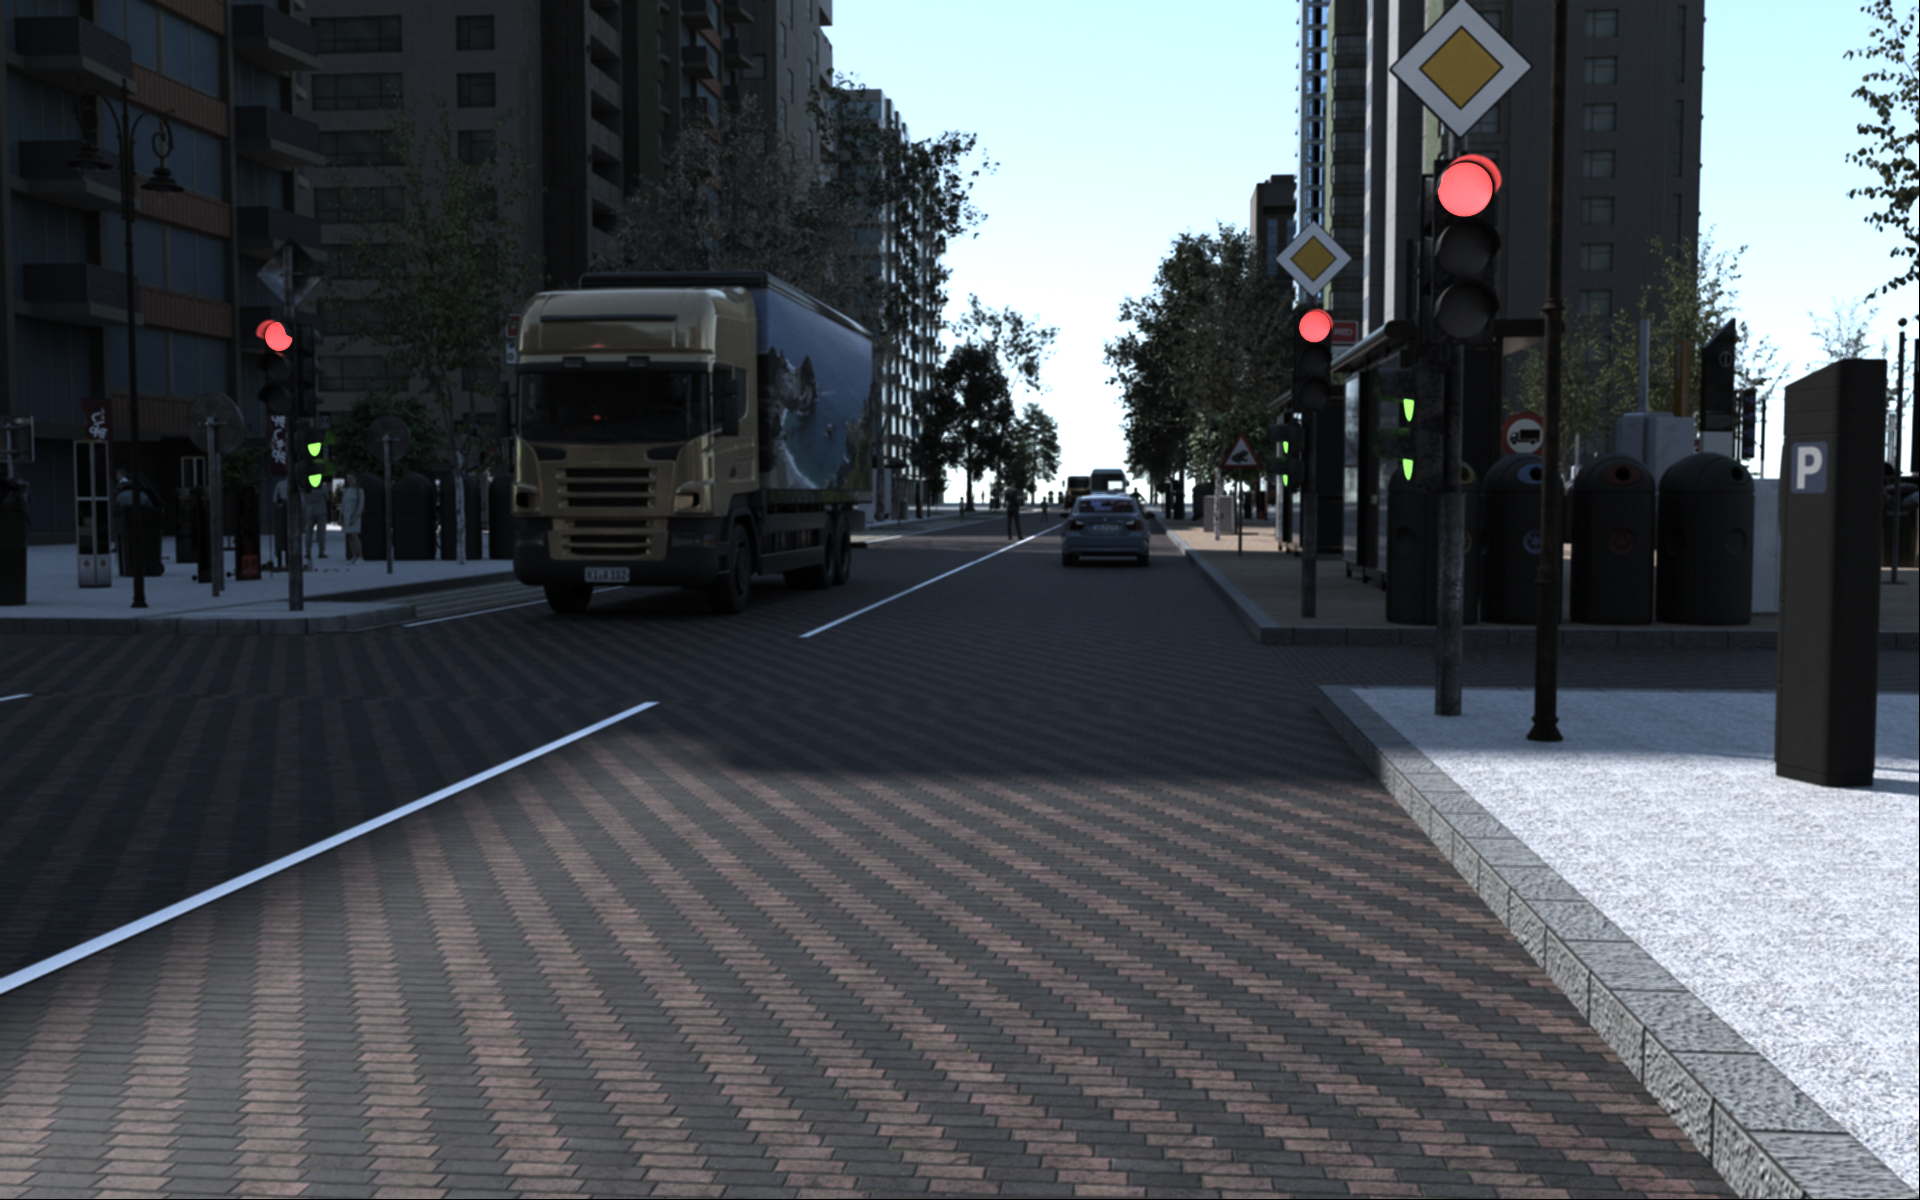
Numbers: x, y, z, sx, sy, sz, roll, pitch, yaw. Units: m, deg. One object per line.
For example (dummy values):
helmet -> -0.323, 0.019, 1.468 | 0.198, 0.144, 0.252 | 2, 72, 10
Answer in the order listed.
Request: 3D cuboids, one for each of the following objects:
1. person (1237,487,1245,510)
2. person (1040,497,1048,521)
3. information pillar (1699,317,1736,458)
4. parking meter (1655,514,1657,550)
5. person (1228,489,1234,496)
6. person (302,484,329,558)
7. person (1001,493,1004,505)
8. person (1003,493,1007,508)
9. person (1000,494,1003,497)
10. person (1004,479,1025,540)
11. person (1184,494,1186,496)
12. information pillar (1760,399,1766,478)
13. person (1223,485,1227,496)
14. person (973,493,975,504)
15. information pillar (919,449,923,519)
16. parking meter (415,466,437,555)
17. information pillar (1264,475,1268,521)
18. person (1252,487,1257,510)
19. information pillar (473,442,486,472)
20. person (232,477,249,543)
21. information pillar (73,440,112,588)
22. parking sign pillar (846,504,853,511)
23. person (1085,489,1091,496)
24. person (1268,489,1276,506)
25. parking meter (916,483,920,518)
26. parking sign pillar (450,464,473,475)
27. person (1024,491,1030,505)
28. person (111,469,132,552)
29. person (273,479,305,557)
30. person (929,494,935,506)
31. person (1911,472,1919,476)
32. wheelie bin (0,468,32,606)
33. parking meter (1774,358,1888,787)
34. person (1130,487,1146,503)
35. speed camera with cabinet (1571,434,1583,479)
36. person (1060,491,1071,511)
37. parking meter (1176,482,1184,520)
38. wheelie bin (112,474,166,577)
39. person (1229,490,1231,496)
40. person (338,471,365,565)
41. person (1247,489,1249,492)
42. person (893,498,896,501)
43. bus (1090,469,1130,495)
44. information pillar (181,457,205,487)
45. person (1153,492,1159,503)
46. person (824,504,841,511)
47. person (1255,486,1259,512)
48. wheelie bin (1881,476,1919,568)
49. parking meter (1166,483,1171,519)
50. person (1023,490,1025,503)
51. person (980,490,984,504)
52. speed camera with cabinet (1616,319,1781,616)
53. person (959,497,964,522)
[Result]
person -> 22.308, -8.022, 137.067 | 0.709, 1.838, 0.599 | 1, 4, 14
person -> 4.442, -4.802, 91.289 | 0.475, 1.303, 0.640 | 2, 4, 25
information pillar -> 10.050, -1.936, 23.008 | 0.504, 3.616, 0.183 | -1, 4, -17
parking meter -> 15.842, -1.922, 39.840 | 0.372, 1.533, 0.369 | 0, 3, 0
person -> 29.533, -11.127, 188.055 | 1.350, 1.814, 0.705 | -2, 4, -24
person -> -12.933, -1.747, 34.787 | 0.511, 1.800, 0.466 | -1, 4, -20
person -> 4.967, -11.983, 203.434 | 0.415, 1.643, 0.593 | 0, 4, -6
person -> 4.162, -9.138, 155.891 | 0.568, 1.767, 0.683 | -2, 4, -35
person -> 3.798, -10.653, 180.204 | 1.348, 1.826, 0.705 | 0, 4, 4
person -> 1.692, -2.857, 54.580 | 0.648, 1.900, 0.474 | 3, 4, 37
person -> 25.139, -11.623, 196.867 | 1.217, 1.735, 0.721 | 0, 4, 3
information pillar -> 19.842, -3.149, 42.844 | 0.183, 3.616, 0.504 | 2, 4, 25
person -> 13.877, -5.206, 91.439 | 0.850, 1.792, 0.678 | -3, 5, -39
person -> 1.661, -12.678, 216.553 | 0.599, 1.433, 0.991 | -1, 4, -10
information pillar -> -2.031, -6.022, 89.806 | 0.183, 3.616, 0.504 | 0, 4, -6
parking meter -> -11.270, -1.889, 36.594 | 0.399, 1.863, 0.255 | -2, 4, -34
information pillar -> 14.845, -5.653, 83.788 | 0.183, 3.616, 0.504 | 0, 4, 8
person -> 23.177, -7.952, 136.067 | 1.348, 1.824, 0.705 | 2, 4, 25
information pillar -> -17.681, -4.423, 63.671 | 0.504, 3.616, 0.183 | 0, 4, 3
person -> -18.757, -2.393, 45.435 | 0.573, 1.790, 0.520 | 1, 4, 20
information pillar -> -11.863, -1.175, 23.697 | 0.304, 2.012, 0.304 | 1, 4, 15
parking sign pillar -> -6.438, -6.400, 93.117 | 1.447, 3.967, 1.447 | 0, 4, 1
person -> 8.043, -6.016, 107.579 | 0.721, 1.743, 1.217 | -3, 4, -36
person -> 34.218, -11.218, 189.392 | 1.348, 1.831, 0.705 | -1, 4, -19
parking meter -> -2.165, -5.250, 91.554 | 0.255, 1.863, 0.399 | -1, 4, -11
parking sign pillar -> -21.190, -5.248, 74.278 | 1.447, 3.967, 1.447 | 1, 4, 21
person -> 7.954, -12.339, 208.570 | 1.217, 1.735, 0.721 | -2, 4, -24
person -> -18.290, -1.951, 38.043 | 0.850, 1.850, 0.679 | 0, 4, 2
person -> -13.742, -1.809, 35.472 | 0.661, 1.843, 0.795 | 0, 4, 1
person -> -2.980, -11.115, 187.402 | 0.705, 1.869, 1.348 | -2, 4, -30
person -> 17.365, -1.519, 31.361 | 0.782, 1.767, 0.515 | 2, 4, 30
wheelie bin -> -11.121, -0.743, 20.061 | 0.693, 1.594, 0.980 | -2, 4, -27
parking meter -> 3.870, -0.123, 7.721 | 0.255, 1.863, 0.399 | -1, 4, -13
person -> 9.596, -5.267, 94.752 | 1.348, 1.807, 0.705 | -1, 4, -16
speed camera with cabinet -> 20.412, -3.785, 56.221 | 0.660, 3.252, 2.038 | 0, 4, 4
person -> 9.054, -8.499, 148.196 | 1.217, 1.736, 0.721 | 3, 5, 39
parking meter -> 10.978, -4.931, 86.332 | 0.255, 1.863, 0.399 | -2, 4, -31
wheelie bin -> -12.812, -1.168, 26.998 | 0.693, 1.594, 0.980 | -3, 4, -39
person -> 31.938, -12.175, 205.104 | 0.705, 1.824, 1.348 | 0, 4, 8
person -> -11.096, -1.507, 31.682 | 0.512, 1.701, 0.522 | 1, 4, 17
person -> 32.257, -11.516, 194.203 | 0.709, 1.838, 0.599 | 1, 4, 19
person -> -6.993, -10.076, 176.503 | 1.065, 1.426, 0.557 | -2, 4, -34
bus -> 11.314, -8.339, 131.197 | 2.948, 3.499, 13.247 | 0, 4, 6
information pillar -> -15.054, -1.808, 34.046 | 0.304, 2.012, 0.304 | 1, 4, 11
person -> 28.197, -14.811, 248.754 | 0.990, 1.755, 0.434 | -1, 4, -17
person -> -2.572, -1.471, 32.754 | 0.606, 1.804, 0.583 | 1, 4, 20
person -> 20.951, -7.106, 122.170 | 0.705, 1.831, 1.348 | 1, 4, 14
wheelie bin -> 16.490, -1.368, 30.272 | 0.980, 1.594, 0.693 | 3, 5, 41
parking meter -> 10.835, -5.158, 90.040 | 0.255, 1.863, 0.399 | 1, 4, 12
person -> 9.006, -14.675, 246.054 | 1.350, 1.814, 0.705 | -1, 4, -20
person -> 2.884, -13.087, 220.022 | 0.705, 1.824, 1.348 | -1, 4, -16
speed camera with cabinet -> 8.128, -1.513, 19.074 | 0.660, 3.252, 2.038 | -1, 4, -18
person -> 0.086, -4.661, 88.957 | 0.306, 1.304, 0.590 | 1, 4, 18
